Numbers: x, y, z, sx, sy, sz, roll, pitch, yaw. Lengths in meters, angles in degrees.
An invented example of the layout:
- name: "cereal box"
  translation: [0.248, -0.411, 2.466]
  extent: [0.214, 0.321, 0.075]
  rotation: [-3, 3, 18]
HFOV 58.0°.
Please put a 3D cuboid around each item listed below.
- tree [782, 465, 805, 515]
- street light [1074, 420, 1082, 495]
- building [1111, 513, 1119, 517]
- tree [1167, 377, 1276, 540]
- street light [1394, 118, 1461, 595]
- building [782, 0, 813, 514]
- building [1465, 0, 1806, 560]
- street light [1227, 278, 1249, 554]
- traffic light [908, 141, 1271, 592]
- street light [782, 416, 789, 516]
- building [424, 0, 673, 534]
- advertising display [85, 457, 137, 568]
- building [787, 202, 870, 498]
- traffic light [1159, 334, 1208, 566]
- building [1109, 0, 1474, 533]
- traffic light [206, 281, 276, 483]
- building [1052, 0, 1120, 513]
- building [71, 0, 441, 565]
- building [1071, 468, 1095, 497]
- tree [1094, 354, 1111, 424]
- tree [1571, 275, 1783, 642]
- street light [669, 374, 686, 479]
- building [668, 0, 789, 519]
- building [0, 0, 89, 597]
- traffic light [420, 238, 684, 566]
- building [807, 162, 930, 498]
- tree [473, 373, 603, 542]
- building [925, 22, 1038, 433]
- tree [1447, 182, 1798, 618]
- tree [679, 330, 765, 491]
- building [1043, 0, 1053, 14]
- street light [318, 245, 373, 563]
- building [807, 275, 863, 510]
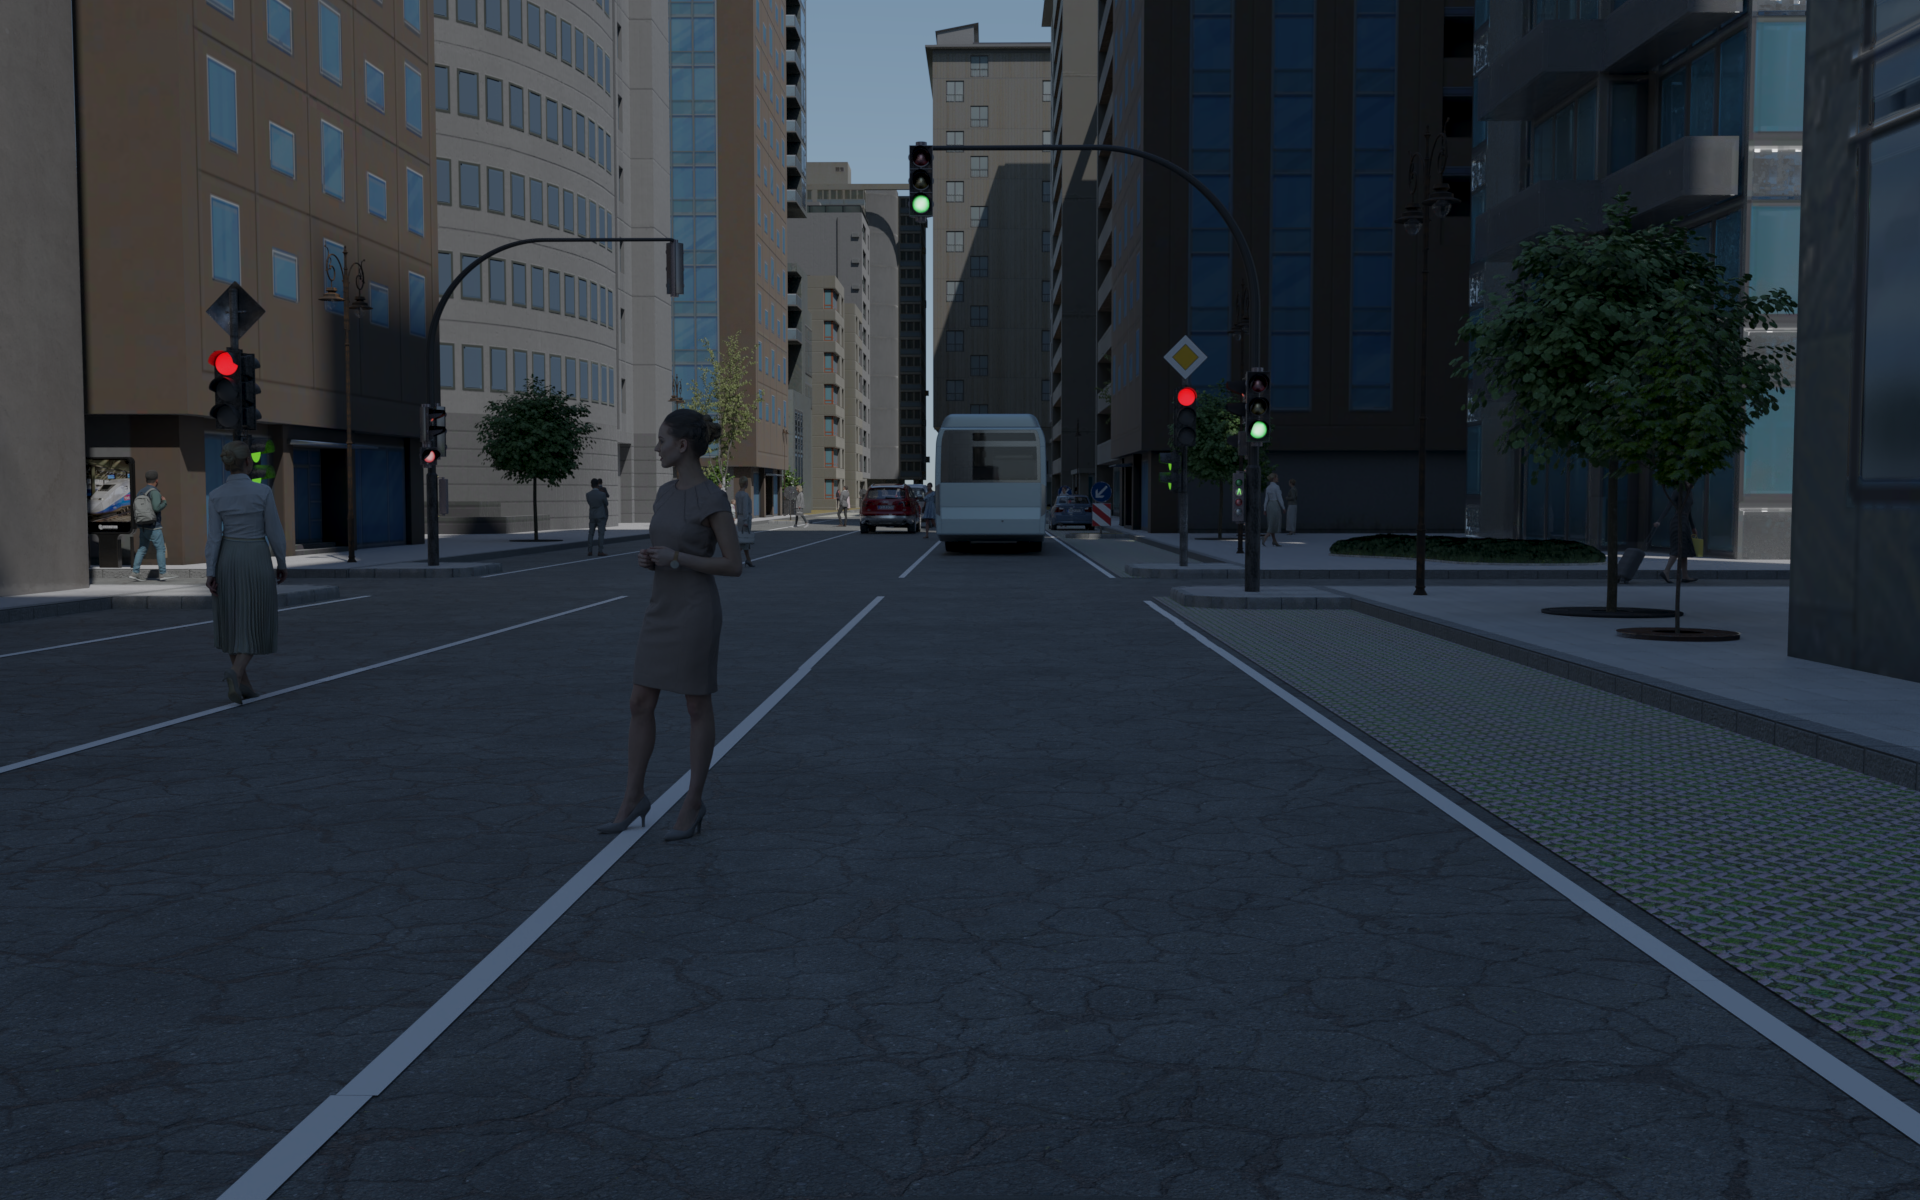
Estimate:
- name: "tree"
  translation: [-10.502, -6.788, 105.586]
  extent: [1.663, 3.219, 1.824]
  rotation: [0, 3, 0]
- name: "street light"
  translation: [7.168, -8.112, 105.420]
  extent: [0.468, 5.910, 1.993]
  rotation: [0, 4, 1]
- name: "building"
  translation: [18.547, -28.599, 91.303]
  extent: [21.300, 48.544, 21.600]
  rotation: [0, 4, 1]
- name: "tree"
  translation: [7.292, -3.974, 48.685]
  extent: [4.285, 4.588, 4.351]
  rotation: [0, 3, 0]
- name: "street light"
  translation: [5.846, -2.999, 21.823]
  extent: [0.468, 5.910, 1.993]
  rotation: [0, 4, 1]
- name: "building"
  translation: [-21.152, -49.373, 119.915]
  extent: [22.319, 86.520, 31.000]
  rotation: [0, 4, 1]
- name: "building"
  translation: [28.082, -25.812, 41.635]
  extent: [30.456, 49.044, 23.786]
  rotation: [0, 4, 1]
- name: "street light"
  translation: [6.054, -3.942, 37.234]
  extent: [0.468, 5.910, 1.993]
  rotation: [0, 4, 1]
- name: "traffic light"
  translation: [1.724, -2.930, 22.579]
  extent: [4.771, 5.953, 1.251]
  rotation: [0, 4, 1]
- name: "street light"
  translation: [-10.248, -7.843, 101.028]
  extent: [0.468, 5.910, 1.993]
  rotation: [0, 4, 1]
- name: "building"
  translation: [-24.135, -32.014, 65.422]
  extent: [21.231, 58.520, 28.212]
  rotation: [0, 4, 1]
- name: "advertising display"
  translation: [-14.752, -1.518, 30.026]
  extent: [0.974, 1.923, 0.123]
  rotation: [1, 4, 10]
- name: "building"
  translation: [-16.247, -24.674, 175.127]
  extent: [14.107, 30.474, 14.160]
  rotation: [0, 4, 1]
- name: "traffic light"
  translation: [3.954, -2.553, 30.669]
  extent: [0.839, 4.253, 0.868]
  rotation: [0, 4, 1]
- name: "building"
  translation: [12.883, -25.175, 61.721]
  extent: [14.600, 45.320, 14.200]
  rotation: [0, 4, 1]
- name: "traffic light"
  translation: [-9.543, -2.078, 22.898]
  extent: [0.839, 4.253, 0.868]
  rotation: [0, 4, 1]
- name: "building"
  translation: [18.662, -31.752, 142.845]
  extent: [21.300, 48.544, 21.600]
  rotation: [0, 4, 1]
- name: "building"
  translation: [-20.429, -23.639, 36.605]
  extent: [14.600, 45.320, 14.200]
  rotation: [0, 4, 1]
- name: "building"
  translation: [24.151, -26.200, 120.247]
  extent: [32.217, 40.220, 23.993]
  rotation: [0, 4, 1]
- name: "tree"
  translation: [8.231, -7.805, 77.975]
  extent: [4.737, 8.622, 4.395]
  rotation: [0, 3, 0]
- name: "tree"
  translation: [6.314, -1.278, 15.500]
  extent: [1.663, 3.219, 1.824]
  rotation: [0, 3, 0]
- name: "street light"
  translation: [-10.881, -5.746, 66.741]
  extent: [0.468, 5.910, 1.993]
  rotation: [0, 4, 1]
- name: "building"
  translation: [-17.221, -27.202, 94.862]
  extent: [14.600, 45.320, 14.200]
  rotation: [0, 4, 1]
- name: "building"
  translation: [-29.050, -12.785, 13.553]
  extent: [34.151, 26.468, 19.350]
  rotation: [0, 4, 1]
- name: "traffic light"
  translation: [-7.312, -3.438, 30.881]
  extent: [4.771, 5.953, 1.251]
  rotation: [0, 4, 1]
- name: "building"
  translation: [-15.905, -31.401, 205.281]
  extent: [23.993, 40.220, 32.217]
  rotation: [0, 4, 1]
- name: "tree"
  translation: [-11.453, -3.872, 47.018]
  extent: [4.285, 4.588, 4.351]
  rotation: [0, 3, 0]
- name: "building"
  translation: [10.192, -37.545, 203.095]
  extent: [27.495, 52.752, 28.713]
  rotation: [0, 4, 1]
- name: "tree"
  translation: [6.957, -2.128, 18.514]
  extent: [4.285, 4.588, 4.351]
  rotation: [0, 3, 0]
- name: "tree"
  translation: [-10.772, -7.829, 78.373]
  extent: [4.737, 8.622, 4.395]
  rotation: [0, 3, 0]
- name: "building"
  translation: [22.559, -35.347, 167.155]
  extent: [28.713, 52.752, 27.495]
  rotation: [0, 4, 1]
- name: "street light"
  translation: [-11.420, -3.643, 32.345]
  extent: [0.468, 5.910, 1.993]
  rotation: [0, 4, 1]
- name: "building"
  translation: [-23.429, -18.764, 151.836]
  extent: [27.650, 21.520, 28.899]
  rotation: [0, 4, 1]
